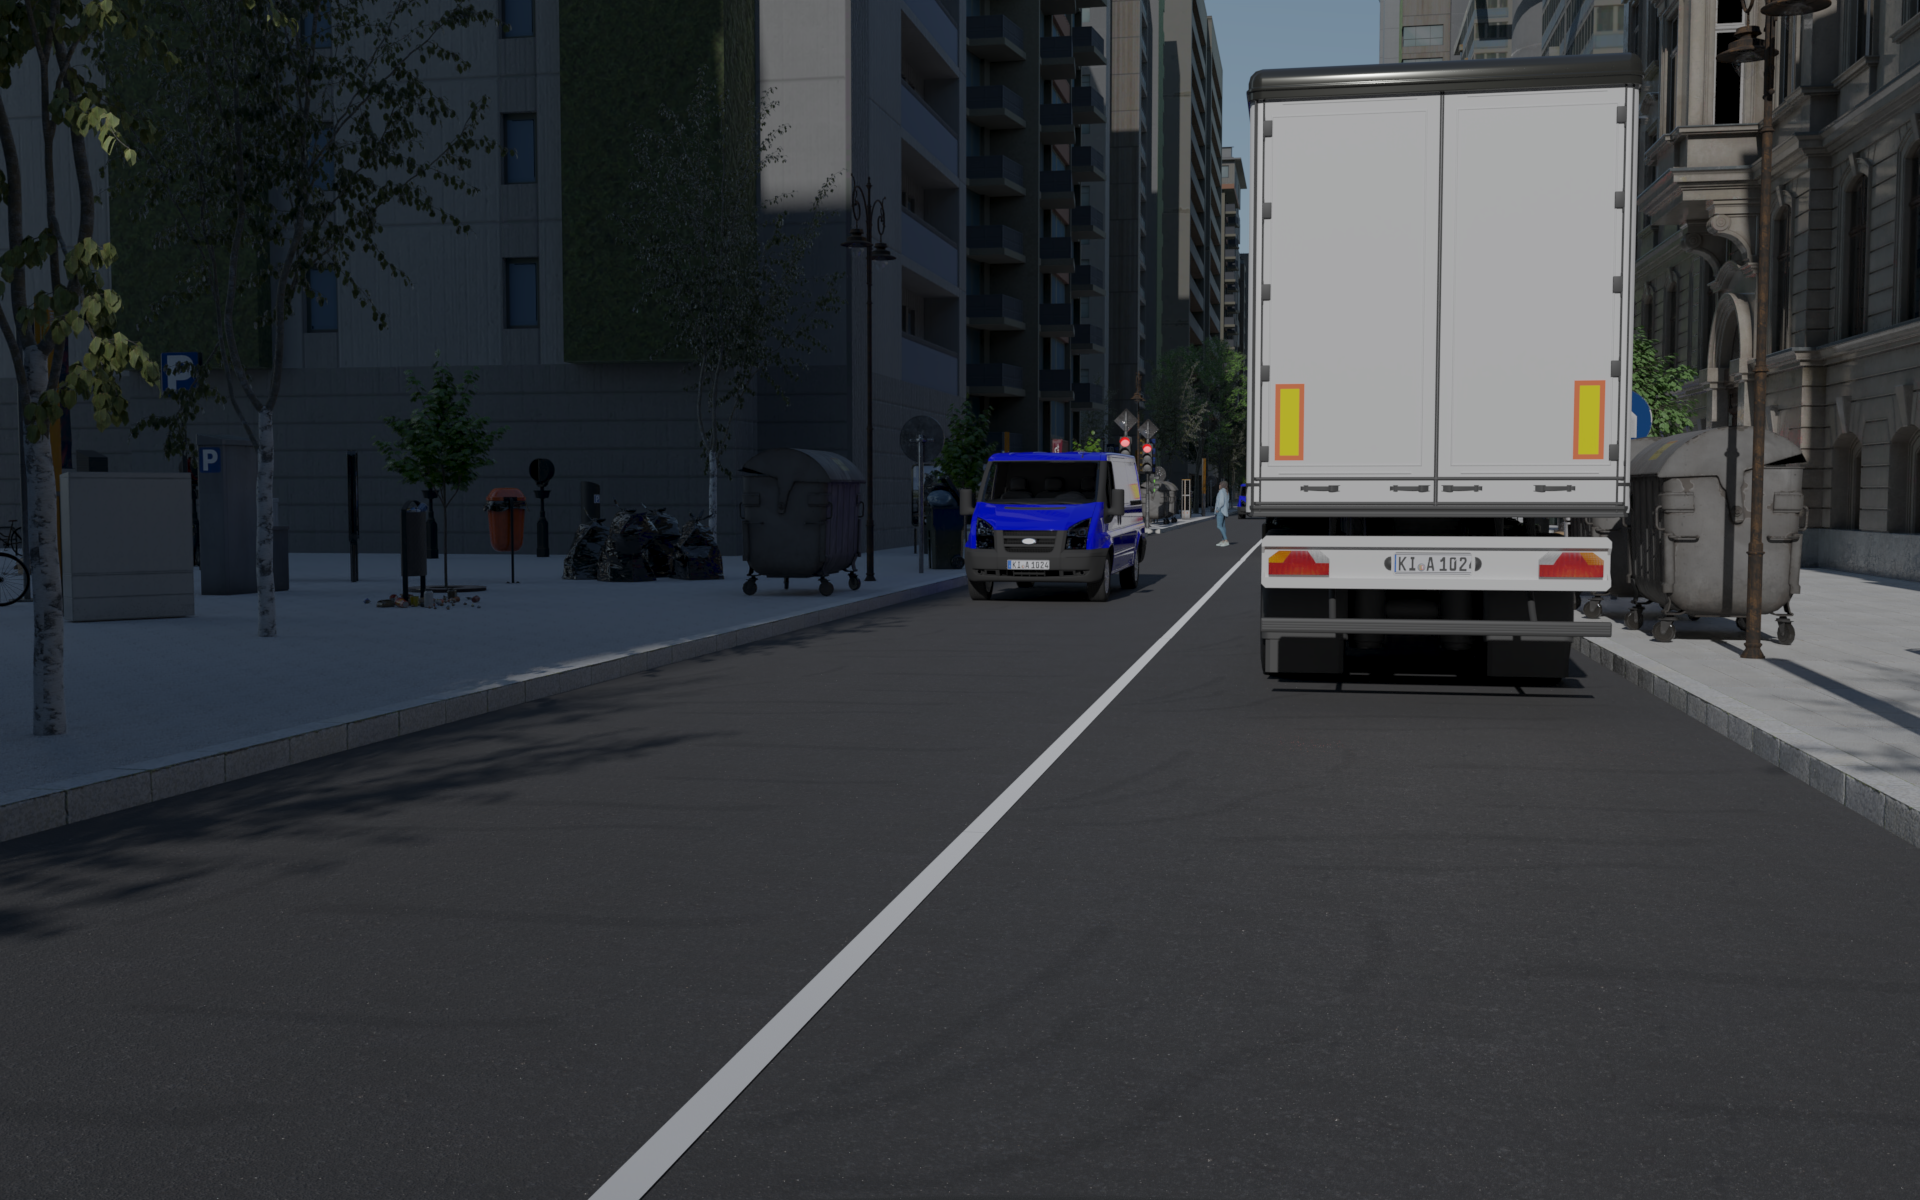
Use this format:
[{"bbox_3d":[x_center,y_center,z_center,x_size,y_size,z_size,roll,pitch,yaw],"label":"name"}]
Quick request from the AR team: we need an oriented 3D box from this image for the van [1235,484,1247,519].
[{"bbox_3d":[17.123,-5.855,100.107,2.240,2.365,5.245,1,4,13],"label":"van"}]

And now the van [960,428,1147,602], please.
[{"bbox_3d":[1.441,-1.253,24.869,2.240,2.365,5.245,1,4,12],"label":"van"}]

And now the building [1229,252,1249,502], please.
[{"bbox_3d":[40.867,-36.918,287.200,14.154,41.232,14.086,1,4,11],"label":"building"}]

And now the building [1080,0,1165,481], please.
[{"bbox_3d":[7.311,-27.131,127.192,14.154,41.232,14.086,1,4,11],"label":"building"}]

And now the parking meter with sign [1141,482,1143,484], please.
[{"bbox_3d":[11.143,-6.828,107.906,1.738,3.016,0.543,2,4,23],"label":"parking meter with sign"}]

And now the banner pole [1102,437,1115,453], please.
[{"bbox_3d":[6.486,-5.266,76.123,0.401,3.779,0.863,-3,5,-43],"label":"banner pole"}]

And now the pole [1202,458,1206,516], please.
[{"bbox_3d":[13.966,-6.446,99.240,0.158,3.312,0.155,0,3,0],"label":"pole"}]

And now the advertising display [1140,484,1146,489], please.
[{"bbox_3d":[11.553,-6.200,106.589,0.974,1.923,0.123,1,4,10],"label":"advertising display"}]

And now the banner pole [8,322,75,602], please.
[{"bbox_3d":[-11.035,-1.882,20.793,0.401,3.779,0.863,2,4,30],"label":"banner pole"}]

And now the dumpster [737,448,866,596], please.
[{"bbox_3d":[-2.040,-1.020,22.435,1.264,1.857,1.865,1,4,11],"label":"dumpster"}]

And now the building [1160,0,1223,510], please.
[{"bbox_3d":[14.674,-33.545,172.157,21.300,48.544,21.600,1,4,11],"label":"building"}]

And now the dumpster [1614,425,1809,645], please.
[{"bbox_3d":[6.713,-0.594,15.476,1.264,1.857,1.865,1,4,11],"label":"dumpster"}]

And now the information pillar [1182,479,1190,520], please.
[{"bbox_3d":[11.340,-5.042,86.921,0.304,2.012,0.304,-1,4,-22],"label":"information pillar"}]

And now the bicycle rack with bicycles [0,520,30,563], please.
[{"bbox_3d":[-18.747,-1.324,35.029,2.852,0.926,2.925,1,4,13],"label":"bicycle rack with bicycles"}]

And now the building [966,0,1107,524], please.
[{"bbox_3d":[-4.586,-26.374,85.840,22.147,44.769,28.867,1,4,11],"label":"building"}]

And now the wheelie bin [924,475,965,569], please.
[{"bbox_3d":[-0.260,-1.330,29.661,0.693,1.594,0.980,-1,4,-10],"label":"wheelie bin"}]

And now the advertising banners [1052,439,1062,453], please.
[{"bbox_3d":[2.654,-3.637,55.645,0.090,3.025,2.074,-2,4,-34],"label":"advertising banners"}]

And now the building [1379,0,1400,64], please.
[{"bbox_3d":[56.650,-39.678,190.740,21.231,58.520,28.212,1,4,11],"label":"building"}]

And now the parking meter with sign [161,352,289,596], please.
[{"bbox_3d":[-9.335,-1.584,22.166,0.543,3.016,1.738,1,4,16],"label":"parking meter with sign"}]

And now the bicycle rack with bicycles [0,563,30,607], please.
[{"bbox_3d":[-11.687,-0.303,18.337,2.925,0.926,2.852,-1,4,-19],"label":"bicycle rack with bicycles"}]

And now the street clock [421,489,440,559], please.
[{"bbox_3d":[-10.486,-1.820,34.324,0.358,2.002,0.471,2,4,35],"label":"street clock"}]

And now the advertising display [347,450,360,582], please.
[{"bbox_3d":[-8.946,-1.244,25.552,0.123,1.923,0.974,-1,4,-17],"label":"advertising display"}]

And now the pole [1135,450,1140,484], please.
[{"bbox_3d":[8.222,-5.286,80.275,0.158,3.312,0.155,0,3,0],"label":"pole"}]

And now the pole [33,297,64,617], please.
[{"bbox_3d":[-9.460,-1.478,18.005,0.158,3.312,0.155,0,3,0],"label":"pole"}]

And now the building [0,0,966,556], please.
[{"bbox_3d":[-14.435,-30.834,46.143,28.212,58.520,21.231,1,4,11],"label":"building"}]

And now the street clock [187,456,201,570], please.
[{"bbox_3d":[-12.693,-1.504,29.160,0.358,2.002,0.471,1,4,13],"label":"street clock"}]

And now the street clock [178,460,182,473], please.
[{"bbox_3d":[-14.605,-1.741,33.034,0.471,2.002,0.358,-3,5,-40],"label":"street clock"}]

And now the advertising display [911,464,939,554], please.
[{"bbox_3d":[-0.592,-1.946,37.029,0.974,1.923,0.123,2,4,29],"label":"advertising display"}]

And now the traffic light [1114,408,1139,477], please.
[{"bbox_3d":[5.458,-4.156,56.864,0.839,4.253,0.868,1,4,11],"label":"traffic light"}]

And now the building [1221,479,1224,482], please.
[{"bbox_3d":[13.624,-30.849,196.268,32.217,40.220,23.993,1,4,11],"label":"building"}]

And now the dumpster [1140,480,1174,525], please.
[{"bbox_3d":[8.202,-4.114,73.015,1.264,1.857,1.865,1,4,11],"label":"dumpster"}]

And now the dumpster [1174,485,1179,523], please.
[{"bbox_3d":[9.034,-4.364,77.108,1.264,1.857,1.865,1,4,11],"label":"dumpster"}]

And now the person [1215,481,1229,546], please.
[{"bbox_3d":[7.261,-2.388,47.805,0.793,1.790,0.793,-1,4,-11],"label":"person"}]

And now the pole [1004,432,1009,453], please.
[{"bbox_3d":[1.538,-3.857,56.898,0.158,3.312,0.155,0,3,0],"label":"pole"}]

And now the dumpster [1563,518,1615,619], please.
[{"bbox_3d":[7.133,-0.767,18.296,1.264,1.857,1.865,1,4,11],"label":"dumpster"}]

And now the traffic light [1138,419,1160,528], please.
[{"bbox_3d":[7.029,-4.634,64.693,0.839,4.253,0.868,1,4,11],"label":"traffic light"}]

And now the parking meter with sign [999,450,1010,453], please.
[{"bbox_3d":[1.193,-4.466,69.272,0.543,3.016,1.738,-3,5,-45],"label":"parking meter with sign"}]

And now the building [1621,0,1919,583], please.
[{"bbox_3d":[20.834,-13.068,32.745,14.460,24.649,34.723,1,4,11],"label":"building"}]

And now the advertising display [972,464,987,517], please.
[{"bbox_3d":[0.728,-1.816,34.911,0.974,1.923,0.123,-1,4,-18],"label":"advertising display"}]

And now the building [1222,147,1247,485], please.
[{"bbox_3d":[29.255,-41.515,268.006,28.713,52.752,27.495,1,4,11],"label":"building"}]

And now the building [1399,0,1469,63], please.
[{"bbox_3d":[42.801,-28.021,141.737,14.154,41.232,14.086,1,4,11],"label":"building"}]

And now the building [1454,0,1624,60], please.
[{"bbox_3d":[47.864,-26.221,120.586,32.217,40.220,23.993,1,4,11],"label":"building"}]

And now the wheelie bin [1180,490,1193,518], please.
[{"bbox_3d":[12.130,-5.191,92.781,0.693,1.594,0.980,0,4,2],"label":"wheelie bin"}]

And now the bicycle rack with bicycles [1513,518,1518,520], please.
[{"bbox_3d":[29.938,-5.179,98.060,2.852,0.926,2.925,1,4,15],"label":"bicycle rack with bicycles"}]

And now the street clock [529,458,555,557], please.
[{"bbox_3d":[-8.476,-1.870,35.147,0.471,2.002,0.358,1,4,18],"label":"street clock"}]
